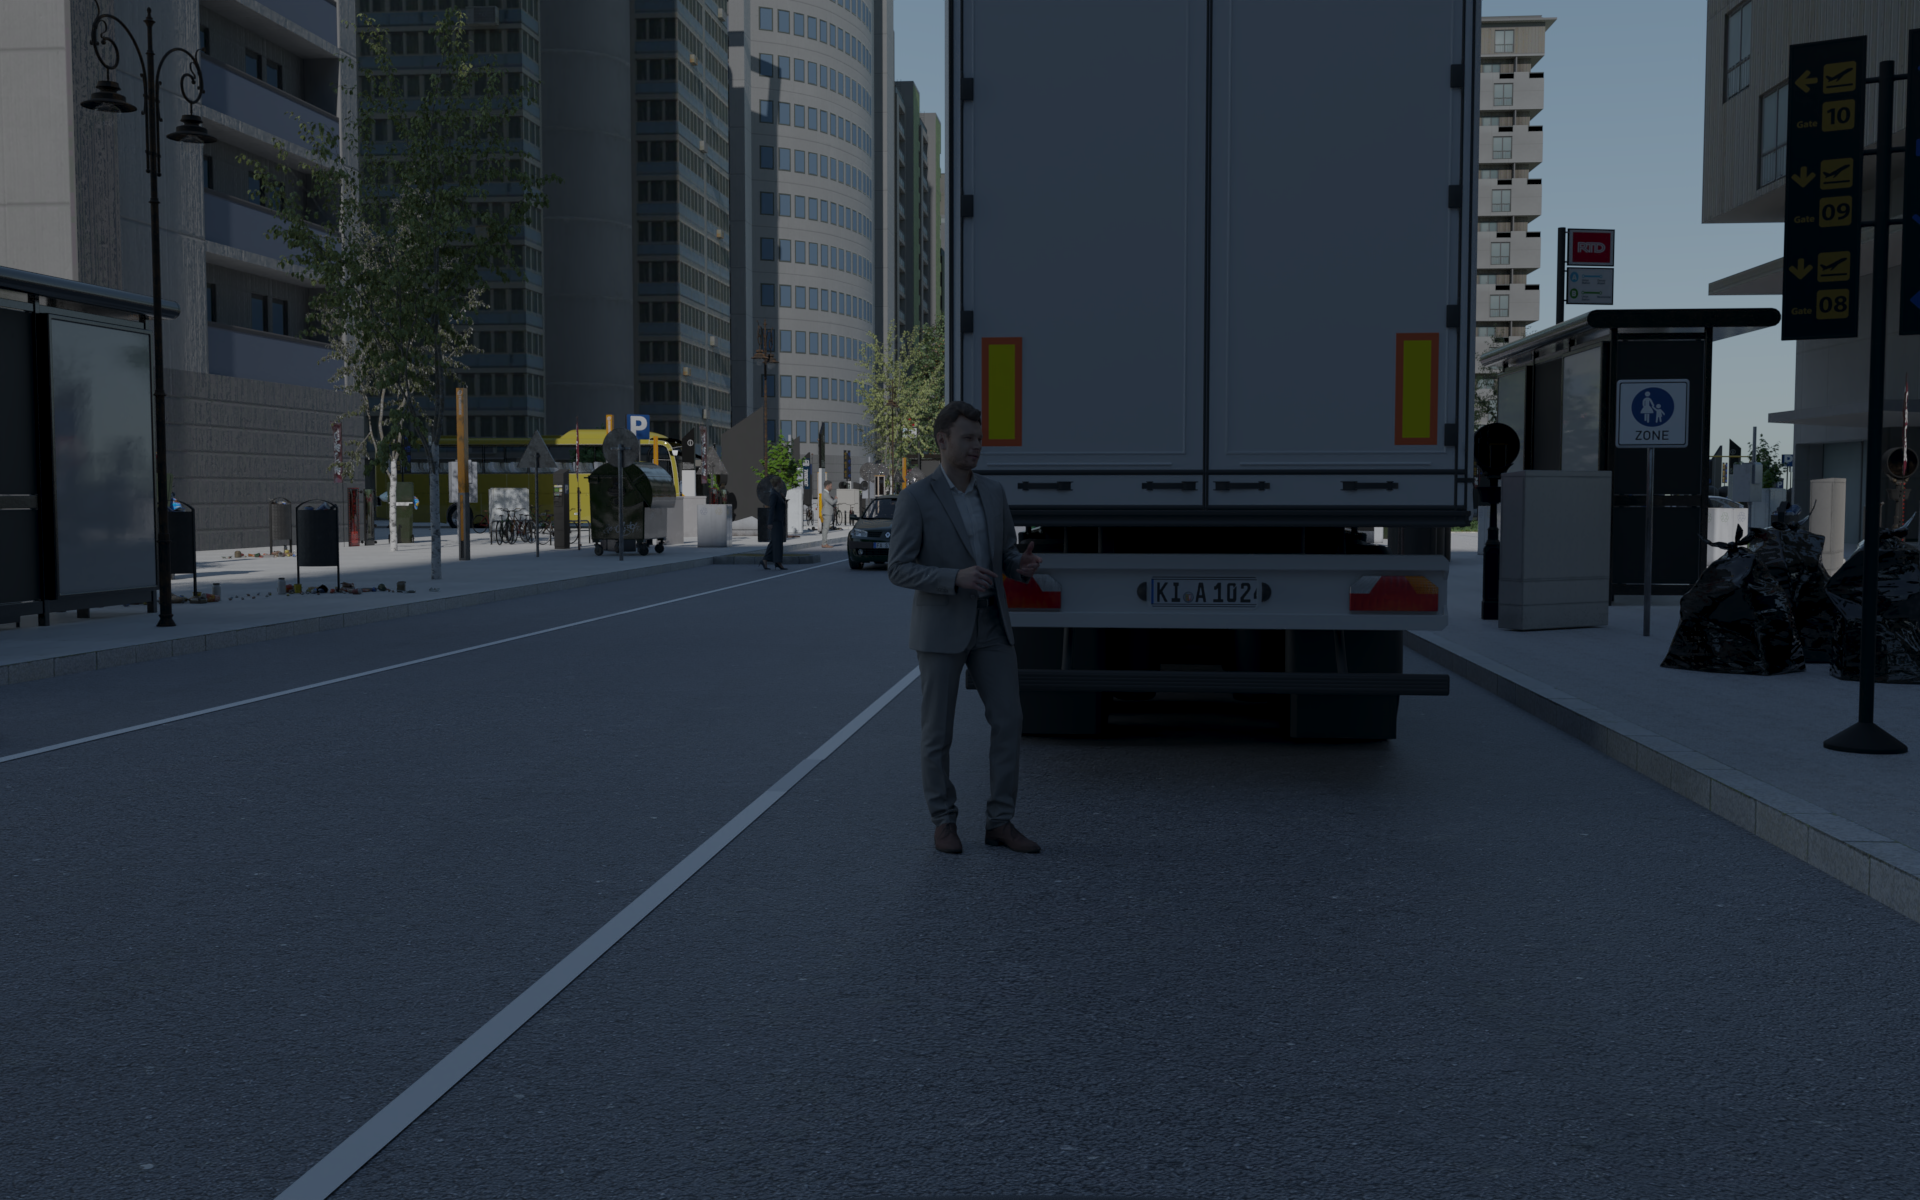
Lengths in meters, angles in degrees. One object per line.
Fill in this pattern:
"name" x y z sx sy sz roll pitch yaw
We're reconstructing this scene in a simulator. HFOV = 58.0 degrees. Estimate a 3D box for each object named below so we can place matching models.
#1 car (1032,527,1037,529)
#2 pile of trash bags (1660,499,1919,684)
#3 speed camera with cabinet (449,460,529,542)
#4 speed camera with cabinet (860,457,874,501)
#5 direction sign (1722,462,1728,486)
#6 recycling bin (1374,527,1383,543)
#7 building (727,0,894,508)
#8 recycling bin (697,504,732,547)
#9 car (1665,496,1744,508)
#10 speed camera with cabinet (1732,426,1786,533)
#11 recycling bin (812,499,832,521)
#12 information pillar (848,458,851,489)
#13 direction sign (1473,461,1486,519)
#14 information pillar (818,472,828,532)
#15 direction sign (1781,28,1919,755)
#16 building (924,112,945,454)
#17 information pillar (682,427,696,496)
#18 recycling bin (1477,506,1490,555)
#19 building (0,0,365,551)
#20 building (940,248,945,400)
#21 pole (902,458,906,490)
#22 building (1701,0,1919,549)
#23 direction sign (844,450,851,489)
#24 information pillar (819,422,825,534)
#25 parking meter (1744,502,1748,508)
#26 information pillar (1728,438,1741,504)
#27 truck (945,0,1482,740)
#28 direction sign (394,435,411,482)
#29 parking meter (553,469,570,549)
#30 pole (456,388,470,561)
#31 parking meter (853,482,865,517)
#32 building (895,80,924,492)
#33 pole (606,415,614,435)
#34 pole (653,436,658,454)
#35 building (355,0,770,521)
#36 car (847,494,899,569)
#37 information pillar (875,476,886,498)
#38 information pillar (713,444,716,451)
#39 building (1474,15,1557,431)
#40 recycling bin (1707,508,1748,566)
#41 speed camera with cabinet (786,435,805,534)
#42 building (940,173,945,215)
"car" 2.004 -1.095 26.697 1.959 1.807 4.718 0 4 7
"pile of trash bags" 6.979 -0.207 13.144 3.447 1.369 1.912 -3 4 -38
"speed camera with cabinet" -12.843 -3.234 47.213 2.038 3.252 0.660 -2 4 -25
"speed camera with cabinet" -5.481 -5.980 92.108 2.038 3.252 0.660 2 4 32
"direction sign" 54.786 -8.081 124.124 0.876 3.537 0.379 -3 5 -45
"recycling bin" 10.747 -2.022 45.622 0.722 1.027 0.722 0 4 7
"building" -17.072 -35.721 126.034 21.231 58.520 28.212 0 4 5
"recycling bin" -5.939 -1.798 41.946 0.722 1.027 0.722 0 4 4
"car" 27.503 -3.105 63.126 4.827 1.381 2.083 0 4 5
"speed camera with cabinet" 23.684 -3.483 51.283 2.038 3.252 0.660 -3 4 -36
"recycling bin" -6.617 -4.303 82.915 0.722 1.027 0.722 -2 4 -33
"information pillar" -7.191 -7.381 112.026 0.183 3.616 0.504 -2 4 -33
"direction sign" 23.856 -5.365 79.709 0.379 3.537 0.876 -2 4 -27
"information pillar" -4.644 -3.309 58.601 0.304 2.012 0.304 0 4 3
"direction sign" 4.549 -1.015 8.599 0.876 3.537 0.379 2 4 33
"building" -9.666 -30.427 181.070 14.154 41.232 14.086 0 4 5
"information pillar" -9.458 -4.229 60.504 0.504 3.616 0.183 1 4 15
"recycling bin" 11.321 -1.449 36.253 0.722 1.027 0.722 -1 4 -9
"building" -30.616 -30.611 42.483 28.212 58.520 21.231 0 4 5
"building" -9.186 -25.934 195.718 14.160 30.474 14.107 0 4 5
"pole" -3.133 -6.323 97.230 0.158 3.312 0.155 0 3 0
"building" 32.342 -27.084 32.057 28.713 52.752 27.495 0 4 5
"direction sign" -5.828 -5.961 89.451 0.379 3.537 0.876 1 4 18
"information pillar" -4.457 -3.955 56.019 0.183 3.616 0.504 1 4 10
"parking meter" 24.004 -2.866 52.566 0.399 1.863 0.255 -1 4 -18
"information pillar" 32.596 -4.990 72.944 0.504 3.616 0.183 1 4 9
"truck" 1.775 -1.503 13.486 2.839 4.237 11.283 0 4 7
"direction sign" -20.497 -4.385 63.699 0.379 3.537 0.876 2 4 25
"parking meter" -9.305 -2.125 40.447 0.255 1.863 0.399 1 4 11
"pole" -9.581 -2.420 33.404 0.158 3.312 0.155 0 3 0
"parking meter" -4.946 -4.779 83.855 0.399 1.863 0.255 2 4 34
"building" -11.630 -29.574 167.133 14.154 41.232 14.086 0 4 5
"pole" -9.010 -3.110 44.688 0.158 3.312 0.155 0 3 0
"pole" -10.690 -4.103 60.930 0.158 3.312 0.155 0 3 0
"building" -25.832 -24.547 93.230 32.217 40.220 23.993 0 4 5
"car" -1.102 -1.491 34.165 2.009 1.686 4.222 0 4 7
"information pillar" -3.181 -3.924 68.642 0.304 2.012 0.304 -2 4 -31
"information pillar" -11.454 -5.450 80.464 0.183 3.616 0.504 -2 4 -26
"building" 47.761 -36.806 191.016 28.713 52.752 27.495 0 4 5
"recycling bin" 13.536 -1.125 30.945 0.722 1.027 0.722 -1 4 -18
"speed camera with cabinet" -5.454 -3.844 57.187 0.660 3.252 2.038 0 4 -3
"building" -5.786 -39.188 264.432 21.300 48.544 21.600 0 4 5
